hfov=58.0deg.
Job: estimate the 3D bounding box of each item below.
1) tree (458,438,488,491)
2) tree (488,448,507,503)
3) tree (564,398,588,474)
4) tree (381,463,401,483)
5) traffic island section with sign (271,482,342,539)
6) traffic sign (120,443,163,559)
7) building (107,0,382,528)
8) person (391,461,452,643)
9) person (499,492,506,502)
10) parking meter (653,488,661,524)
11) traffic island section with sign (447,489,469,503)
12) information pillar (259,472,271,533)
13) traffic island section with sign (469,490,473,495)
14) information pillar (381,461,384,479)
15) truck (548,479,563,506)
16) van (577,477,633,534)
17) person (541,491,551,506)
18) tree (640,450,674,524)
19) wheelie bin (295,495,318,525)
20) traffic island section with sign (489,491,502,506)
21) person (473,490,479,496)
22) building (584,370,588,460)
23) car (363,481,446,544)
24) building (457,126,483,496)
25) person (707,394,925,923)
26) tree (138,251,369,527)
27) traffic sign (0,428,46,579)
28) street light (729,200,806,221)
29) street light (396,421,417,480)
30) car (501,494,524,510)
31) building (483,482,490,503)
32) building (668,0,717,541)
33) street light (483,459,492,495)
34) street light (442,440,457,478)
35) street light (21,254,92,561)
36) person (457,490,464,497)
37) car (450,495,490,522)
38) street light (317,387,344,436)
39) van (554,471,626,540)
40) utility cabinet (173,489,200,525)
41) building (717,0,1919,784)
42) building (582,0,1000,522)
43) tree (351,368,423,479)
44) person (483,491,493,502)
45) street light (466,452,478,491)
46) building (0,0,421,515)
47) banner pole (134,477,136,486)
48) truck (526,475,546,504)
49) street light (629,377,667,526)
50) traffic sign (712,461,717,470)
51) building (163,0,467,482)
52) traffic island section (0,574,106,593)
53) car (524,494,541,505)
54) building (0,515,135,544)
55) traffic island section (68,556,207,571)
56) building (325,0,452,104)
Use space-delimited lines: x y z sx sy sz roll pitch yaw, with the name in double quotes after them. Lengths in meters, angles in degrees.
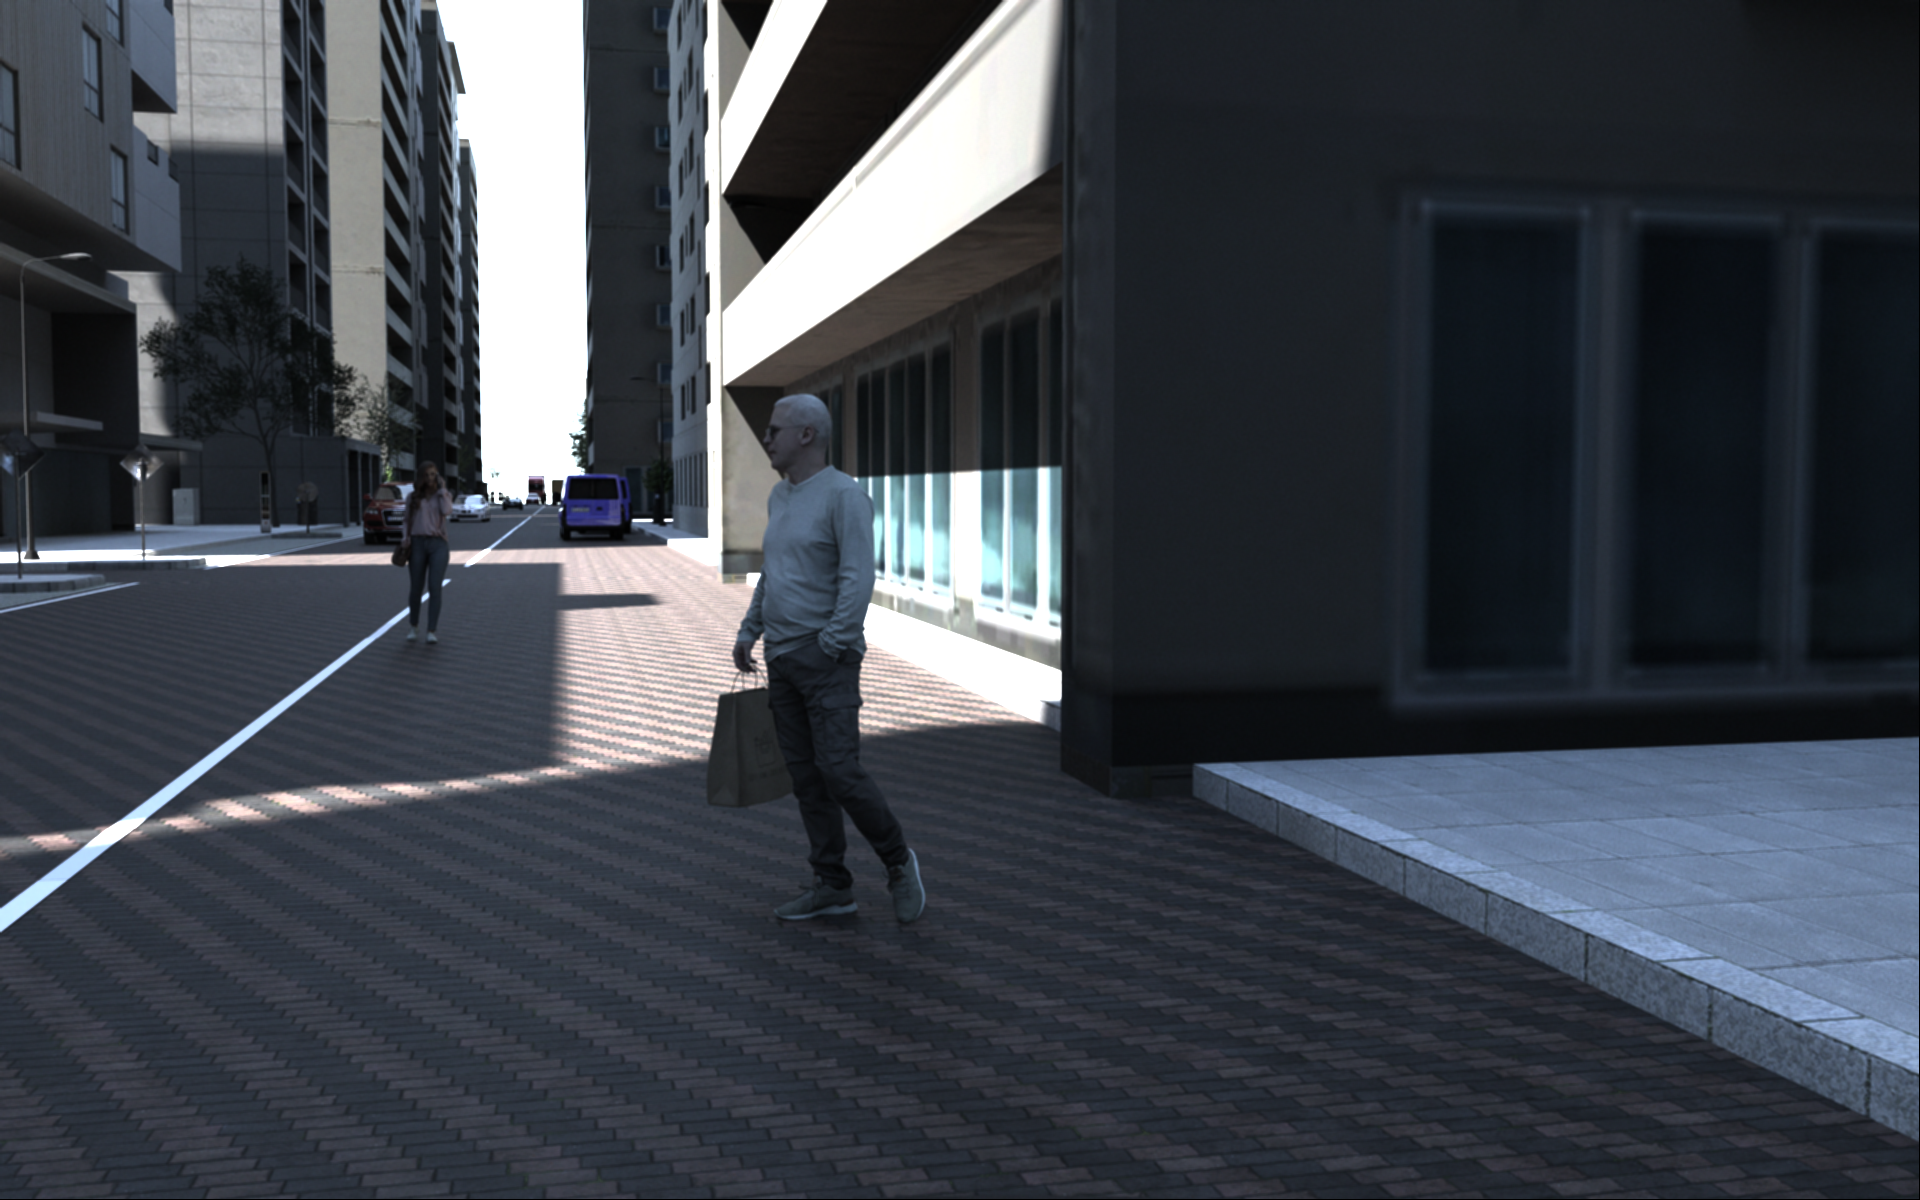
-53.131 -14.146 181.643 4.737 8.622 4.395 0 3 0 "tree"
-70.572 -19.083 262.368 4.737 8.622 4.395 0 3 0 "tree"
-40.177 -16.705 191.255 7.486 12.596 7.792 0 3 0 "tree"
-35.004 -6.816 106.047 1.663 3.219 1.824 0 3 0 "tree"
-21.199 -2.915 56.292 1.989 1.847 2.006 -1 4 -13 "traffic island section with sign"
-16.021 -1.853 33.940 0.795 2.450 0.064 -1 4 -13 "traffic sign"
-38.282 -39.199 79.155 20.563 71.187 20.611 -1 4 -13 "building"
-5.225 -0.477 16.881 0.593 1.750 0.643 -1 4 -10 "person"
-62.034 -13.826 235.371 1.217 1.723 0.721 0 4 5 "person"
-12.941 -4.013 74.024 0.372 1.533 0.369 0 3 0 "parking meter"
-38.440 -7.486 131.022 1.989 1.847 2.006 -1 4 -13 "traffic island section with sign"
-22.855 -3.209 56.959 0.304 2.012 0.304 -2 4 -26 "information pillar"
-44.608 -9.122 157.773 1.989 1.847 2.006 -1 4 -13 "traffic island section with sign"
-34.951 -6.914 104.400 0.504 3.616 0.183 1 4 18 "information pillar"
-50.303 -13.628 218.747 3.469 3.379 9.791 -1 4 -13 "truck"
-13.288 -3.670 64.382 2.240 2.365 5.245 -1 4 -14 "van"
-49.787 -12.214 208.204 1.348 1.822 0.705 1 4 18 "person"
-13.146 -4.955 75.608 1.663 3.219 1.824 0 3 0 "tree"
-26.729 -3.858 70.982 0.693 1.594 0.980 1 4 18 "wheelie bin"
-57.022 -12.414 211.599 1.989 1.847 2.006 -1 4 -13 "traffic island section with sign"
-44.742 -9.283 160.234 0.705 1.831 1.348 2 4 34 "person"
-40.777 -25.036 254.369 27.650 21.520 28.899 -1 4 -13 "building"
-16.399 -2.606 51.279 2.281 1.827 5.304 -1 4 -13 "car"
-73.067 -36.605 222.200 21.300 48.544 21.600 -1 4 -13 "building"
-0.514 0.187 5.937 0.515 1.767 0.782 -3 5 -40 "person"
-26.665 -8.090 66.688 7.601 10.594 8.767 2 4 33 "tree"
-14.226 -1.377 26.159 0.795 2.450 0.064 -1 4 -13 "traffic sign"
-2.952 -3.370 27.637 1.470 5.913 1.316 -1 4 -13 "street light"
-34.739 -8.327 108.691 1.470 5.913 1.316 -1 4 -13 "street light"
-40.586 -9.015 157.187 2.009 1.686 4.222 -1 4 -13 "car"
-83.402 -33.739 243.516 32.217 40.220 23.993 -1 4 -13 "building"
6.339 -12.812 54.509 28.899 21.520 27.650 -1 4 -13 "building"
-62.770 -15.747 230.001 1.470 5.913 1.316 -1 4 -13 "street light"
-44.085 -10.818 149.416 1.470 5.913 1.316 -1 4 -13 "street light"
-17.458 -3.728 33.495 1.470 5.913 1.316 -1 4 -13 "street light"
-36.312 -7.145 125.996 0.551 1.740 0.621 -2 4 -24 "person"
-25.578 -4.774 90.419 2.083 1.381 4.827 -1 4 -12 "car"
-27.012 -6.235 74.478 1.470 5.913 1.316 -1 4 -13 "street light"
-11.852 -3.129 55.538 2.240 2.365 5.245 -1 4 -14 "van"
-31.276 -3.750 69.984 1.173 1.500 0.318 2 4 26 "utility cabinet"
8.737 -24.193 19.254 21.300 48.544 21.600 -1 4 -13 "building"
-10.824 -29.161 100.489 21.300 48.544 21.600 -1 4 -13 "building"
-33.550 -9.204 100.847 4.360 8.622 3.978 0 3 0 "tree"
-49.118 -10.475 179.897 1.348 1.807 0.705 -3 5 -41 "person"
-53.407 -13.256 189.280 1.470 5.913 1.316 -1 4 -13 "street light"
-57.166 -33.501 136.978 28.713 52.752 27.495 -1 4 -13 "building"
-32.838 -4.811 68.669 0.401 3.779 0.863 0 4 -2 "banner pole"
-62.060 -16.202 253.819 2.839 4.237 11.283 -1 4 -12 "truck"
-12.381 -5.887 68.795 1.470 5.913 1.316 -1 4 -13 "street light"
-4.815 -2.009 36.494 0.795 2.450 0.064 -1 4 -13 "traffic sign"
-71.277 -37.193 197.341 28.713 52.752 27.495 -1 4 -13 "building"
-14.247 -0.241 26.216 2.009 0.180 2.903 -1 4 -13 "traffic island section"
-55.103 -13.102 223.259 2.155 1.783 4.494 -1 4 -12 "car"
-36.586 -27.765 43.195 28.713 52.752 27.495 -1 4 -13 "building"
-16.042 -0.717 33.997 2.009 0.180 2.903 -1 4 -13 "traffic island section"
-58.913 -32.915 161.854 21.300 48.544 21.600 -1 4 -13 "building"
